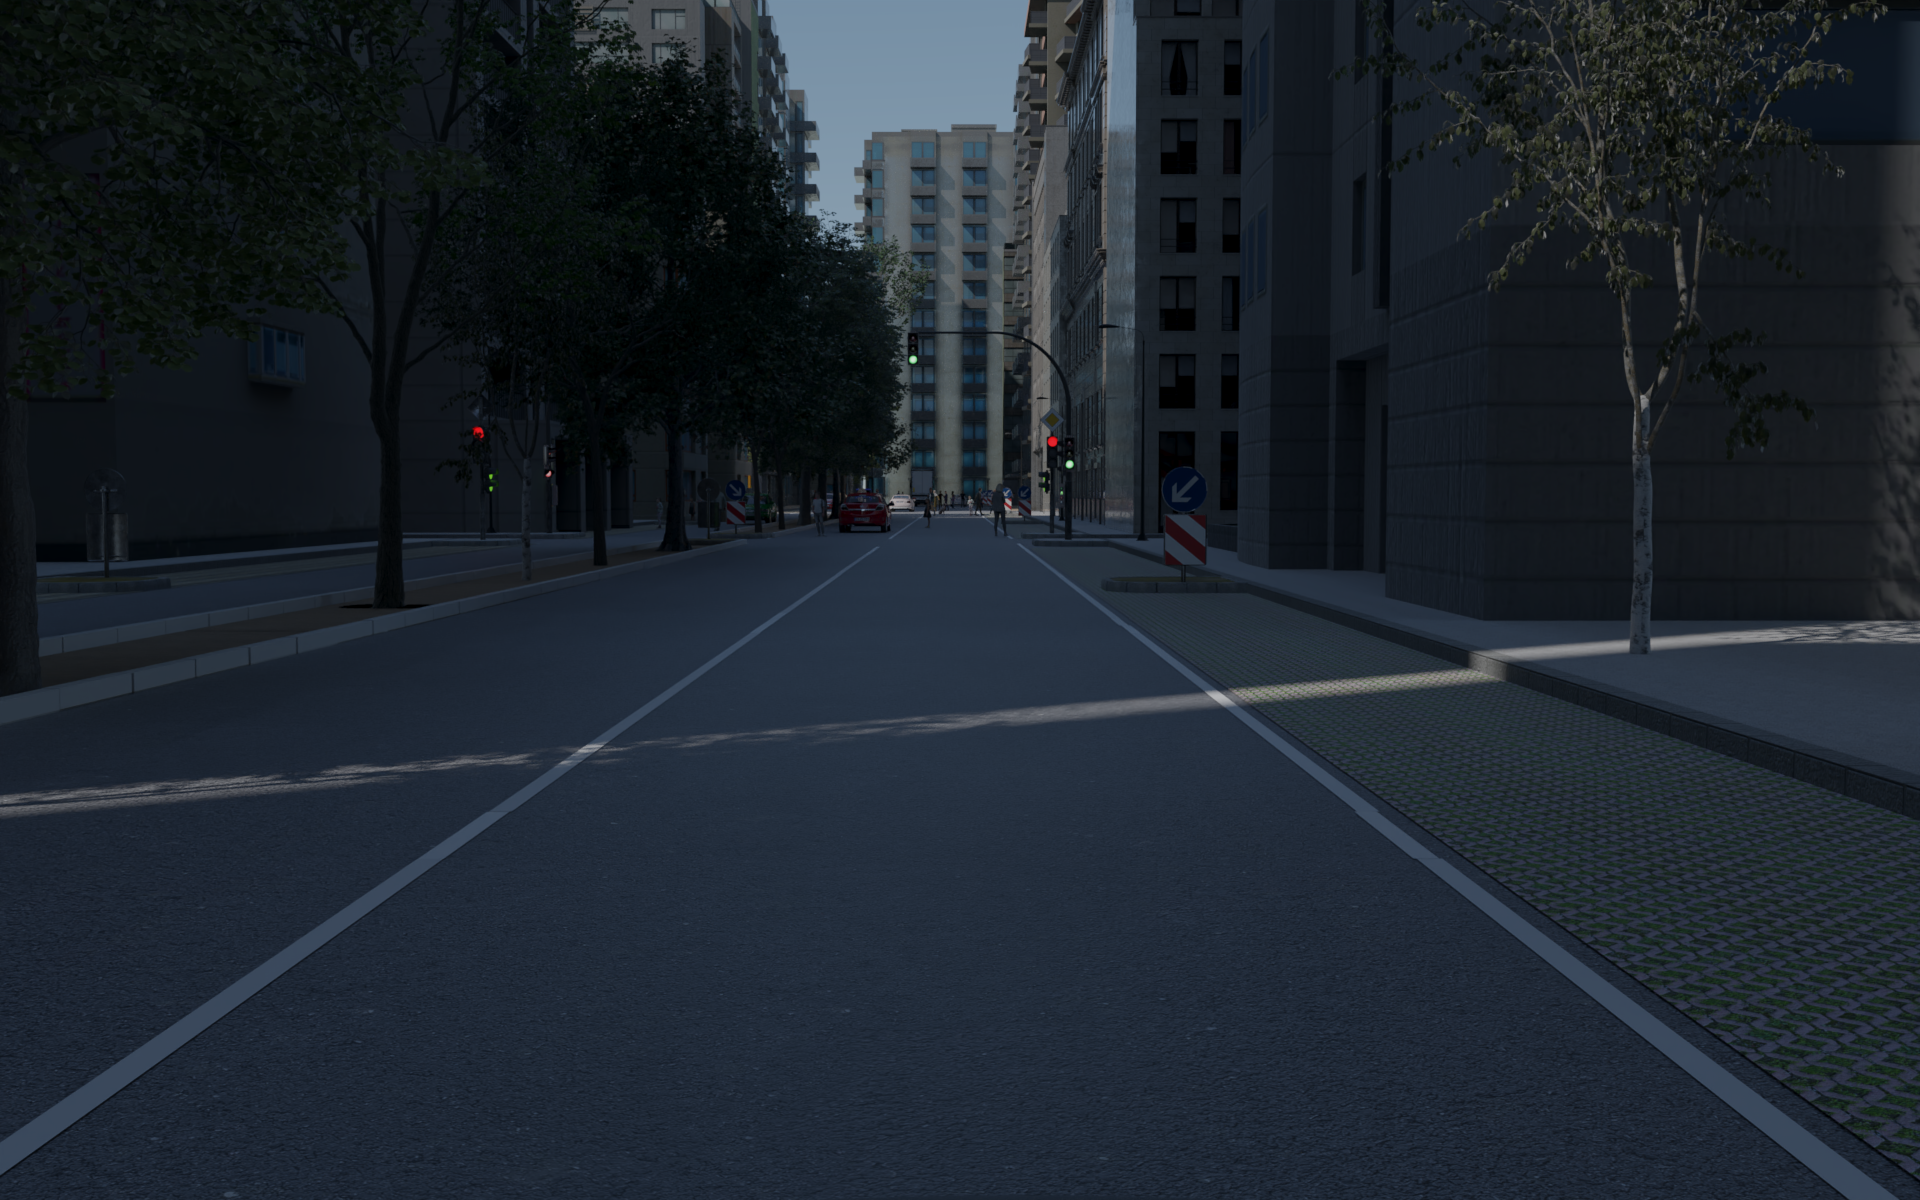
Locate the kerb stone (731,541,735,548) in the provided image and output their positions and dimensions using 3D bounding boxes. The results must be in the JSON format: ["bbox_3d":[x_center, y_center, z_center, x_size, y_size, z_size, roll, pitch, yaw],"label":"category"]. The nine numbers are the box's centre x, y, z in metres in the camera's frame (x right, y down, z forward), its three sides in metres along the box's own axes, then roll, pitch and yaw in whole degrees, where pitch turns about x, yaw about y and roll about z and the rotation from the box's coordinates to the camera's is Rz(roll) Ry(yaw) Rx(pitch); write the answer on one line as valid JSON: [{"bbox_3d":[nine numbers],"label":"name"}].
[{"bbox_3d":[-6.125,-1.440,45.747,0.120,0.150,1.000,0,4,0],"label":"kerb stone"}]

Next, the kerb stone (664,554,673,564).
[{"bbox_3d":[-6.077,-0.814,35.498,0.120,0.150,1.000,0,4,0],"label":"kerb stone"}]

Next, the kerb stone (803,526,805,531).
[{"bbox_3d":[-6.195,-2.729,66.838,0.120,0.150,1.000,0,4,0],"label":"kerb stone"}]

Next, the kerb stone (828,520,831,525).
[{"bbox_3d":[-6.239,-3.607,81.174,0.120,0.150,1.000,0,4,0],"label":"kerb stone"}]

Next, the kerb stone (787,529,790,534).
[{"bbox_3d":[-6.169,-2.347,60.702,0.120,0.150,1.000,0,4,0],"label":"kerb stone"}]

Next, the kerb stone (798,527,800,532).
[{"bbox_3d":[-6.191,-2.602,64.791,0.120,0.150,1.000,0,4,0],"label":"kerb stone"}]

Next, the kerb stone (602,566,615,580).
[{"bbox_3d":[-6.055,-0.437,29.348,0.120,0.150,1.000,0,4,0],"label":"kerb stone"}]

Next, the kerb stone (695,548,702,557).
[{"bbox_3d":[-6.097,-1.065,39.603,0.120,0.150,1.000,0,4,0],"label":"kerb stone"}]

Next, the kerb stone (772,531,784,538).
[{"bbox_3d":[-6.163,-2.223,58.646,0.120,0.150,1.000,0,4,0],"label":"kerb stone"}]

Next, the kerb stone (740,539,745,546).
[{"bbox_3d":[-6.124,-1.566,47.799,0.120,0.150,1.000,0,4,0],"label":"kerb stone"}]

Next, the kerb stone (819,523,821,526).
[{"bbox_3d":[-6.228,-3.232,75.032,0.120,0.150,1.000,0,4,0],"label":"kerb stone"}]

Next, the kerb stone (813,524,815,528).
[{"bbox_3d":[-6.220,-3.044,71.959,0.120,0.150,1.000,0,4,0],"label":"kerb stone"}]

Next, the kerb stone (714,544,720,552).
[{"bbox_3d":[-6.111,-1.252,42.672,0.120,0.150,1.000,0,4,0],"label":"kerb stone"}]

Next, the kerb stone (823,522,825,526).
[{"bbox_3d":[-6.223,-3.357,77.077,0.120,0.150,1.000,0,4,0],"label":"kerb stone"}]

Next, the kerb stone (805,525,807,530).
[{"bbox_3d":[-6.197,-2.793,67.865,0.120,0.150,1.000,0,4,0],"label":"kerb stone"}]

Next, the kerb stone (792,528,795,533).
[{"bbox_3d":[-6.175,-2.480,62.746,0.120,0.150,1.000,0,4,0],"label":"kerb stone"}]

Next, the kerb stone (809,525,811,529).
[{"bbox_3d":[-6.205,-2.913,69.910,0.120,0.150,1.000,0,4,0],"label":"kerb stone"}]

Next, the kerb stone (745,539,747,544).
[{"bbox_3d":[-6.126,-1.629,48.823,0.120,0.150,1.000,0,4,0],"label":"kerb stone"}]

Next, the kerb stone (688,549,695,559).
[{"bbox_3d":[-6.088,-1.001,38.566,0.120,0.150,1.000,0,4,0],"label":"kerb stone"}]

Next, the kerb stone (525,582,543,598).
[{"bbox_3d":[-6.046,-0.122,24.235,0.120,0.150,1.000,0,4,0],"label":"kerb stone"}]

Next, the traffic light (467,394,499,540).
[{"bbox_3d":[-13.349,-3.638,48.410,0.839,4.253,0.868,0,4,0],"label":"traffic light"}]

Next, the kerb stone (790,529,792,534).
[{"bbox_3d":[-6.179,-2.416,61.724,0.120,0.150,1.000,0,4,0],"label":"kerb stone"}]

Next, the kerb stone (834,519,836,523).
[{"bbox_3d":[-6.259,-3.791,84.246,0.120,0.150,1.000,0,4,0],"label":"kerb stone"}]

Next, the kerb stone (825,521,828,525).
[{"bbox_3d":[-6.232,-3.482,79.127,0.120,0.150,1.000,0,4,0],"label":"kerb stone"}]

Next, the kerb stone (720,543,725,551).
[{"bbox_3d":[-6.113,-1.314,43.696,0.120,0.150,1.000,0,4,0],"label":"kerb stone"}]

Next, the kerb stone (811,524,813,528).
[{"bbox_3d":[-6.210,-2.981,70.932,0.120,0.150,1.000,0,4,0],"label":"kerb stone"}]

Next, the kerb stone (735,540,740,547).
[{"bbox_3d":[-6.123,-1.503,46.777,0.120,0.150,1.000,0,4,0],"label":"kerb stone"}]

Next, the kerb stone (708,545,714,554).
[{"bbox_3d":[-6.105,-1.189,41.650,0.120,0.150,1.000,0,4,0],"label":"kerb stone"}]

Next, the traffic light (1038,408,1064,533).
[{"bbox_3d":[2.984,-4.131,56.469,0.839,4.253,0.868,0,4,0],"label":"traffic light"}]

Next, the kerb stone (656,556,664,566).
[{"bbox_3d":[-6.081,-0.751,34.476,0.120,0.150,1.000,0,4,0],"label":"kerb stone"}]

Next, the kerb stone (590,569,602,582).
[{"bbox_3d":[-6.058,-0.375,28.326,0.120,0.150,1.000,0,4,0],"label":"kerb stone"}]

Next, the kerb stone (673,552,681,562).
[{"bbox_3d":[-6.083,-0.876,36.520,0.120,0.150,1.000,0,4,0],"label":"kerb stone"}]

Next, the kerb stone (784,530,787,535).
[{"bbox_3d":[-6.167,-2.289,59.679,0.120,0.150,1.000,0,4,0],"label":"kerb stone"}]

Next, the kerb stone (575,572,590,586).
[{"bbox_3d":[-6.044,-0.312,27.304,0.120,0.150,1.000,0,4,0],"label":"kerb stone"}]

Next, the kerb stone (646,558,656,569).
[{"bbox_3d":[-6.063,-0.688,33.451,0.120,0.150,1.000,0,4,0],"label":"kerb stone"}]

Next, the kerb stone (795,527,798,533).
[{"bbox_3d":[-6.181,-2.539,63.769,0.120,0.150,1.000,0,4,0],"label":"kerb stone"}]

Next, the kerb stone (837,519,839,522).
[{"bbox_3d":[-6.265,-3.920,86.295,0.120,0.150,1.000,0,4,0],"label":"kerb stone"}]

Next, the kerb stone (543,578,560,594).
[{"bbox_3d":[-6.045,-0.187,25.256,0.120,0.150,1.000,0,4,0],"label":"kerb stone"}]

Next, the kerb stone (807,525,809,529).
[{"bbox_3d":[-6.198,-2.848,68.888,0.120,0.150,1.000,0,4,0],"label":"kerb stone"}]

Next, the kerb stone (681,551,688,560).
[{"bbox_3d":[-6.086,-0.937,37.542,0.120,0.150,1.000,0,4,0],"label":"kerb stone"}]

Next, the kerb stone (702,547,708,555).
[{"bbox_3d":[-6.098,-1.127,40.627,0.120,0.150,1.000,0,4,0],"label":"kerb stone"}]

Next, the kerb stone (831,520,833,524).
[{"bbox_3d":[-6.250,-3.670,82.196,0.120,0.150,1.000,0,4,0],"label":"kerb stone"}]

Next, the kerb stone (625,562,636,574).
[{"bbox_3d":[-6.069,-0.563,31.396,0.120,0.150,1.000,0,4,0],"label":"kerb stone"}]

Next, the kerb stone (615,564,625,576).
[{"bbox_3d":[-6.067,-0.500,30.371,0.120,0.150,1.000,0,4,0],"label":"kerb stone"}]

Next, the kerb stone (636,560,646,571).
[{"bbox_3d":[-6.071,-0.625,32.418,0.120,0.150,1.000,0,4,0],"label":"kerb stone"}]

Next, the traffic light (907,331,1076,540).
[{"bbox_3d":[0.921,-4.506,48.335,4.771,5.953,1.251,0,4,0],"label":"traffic light"}]

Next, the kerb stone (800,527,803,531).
[{"bbox_3d":[-6.185,-2.664,65.813,0.120,0.150,1.000,0,4,0],"label":"kerb stone"}]

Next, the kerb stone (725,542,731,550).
[{"bbox_3d":[-6.115,-1.373,44.725,0.120,0.150,1.000,0,4,0],"label":"kerb stone"}]

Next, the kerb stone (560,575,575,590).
[{"bbox_3d":[-6.045,-0.250,26.282,0.120,0.150,1.000,0,4,0],"label":"kerb stone"}]
